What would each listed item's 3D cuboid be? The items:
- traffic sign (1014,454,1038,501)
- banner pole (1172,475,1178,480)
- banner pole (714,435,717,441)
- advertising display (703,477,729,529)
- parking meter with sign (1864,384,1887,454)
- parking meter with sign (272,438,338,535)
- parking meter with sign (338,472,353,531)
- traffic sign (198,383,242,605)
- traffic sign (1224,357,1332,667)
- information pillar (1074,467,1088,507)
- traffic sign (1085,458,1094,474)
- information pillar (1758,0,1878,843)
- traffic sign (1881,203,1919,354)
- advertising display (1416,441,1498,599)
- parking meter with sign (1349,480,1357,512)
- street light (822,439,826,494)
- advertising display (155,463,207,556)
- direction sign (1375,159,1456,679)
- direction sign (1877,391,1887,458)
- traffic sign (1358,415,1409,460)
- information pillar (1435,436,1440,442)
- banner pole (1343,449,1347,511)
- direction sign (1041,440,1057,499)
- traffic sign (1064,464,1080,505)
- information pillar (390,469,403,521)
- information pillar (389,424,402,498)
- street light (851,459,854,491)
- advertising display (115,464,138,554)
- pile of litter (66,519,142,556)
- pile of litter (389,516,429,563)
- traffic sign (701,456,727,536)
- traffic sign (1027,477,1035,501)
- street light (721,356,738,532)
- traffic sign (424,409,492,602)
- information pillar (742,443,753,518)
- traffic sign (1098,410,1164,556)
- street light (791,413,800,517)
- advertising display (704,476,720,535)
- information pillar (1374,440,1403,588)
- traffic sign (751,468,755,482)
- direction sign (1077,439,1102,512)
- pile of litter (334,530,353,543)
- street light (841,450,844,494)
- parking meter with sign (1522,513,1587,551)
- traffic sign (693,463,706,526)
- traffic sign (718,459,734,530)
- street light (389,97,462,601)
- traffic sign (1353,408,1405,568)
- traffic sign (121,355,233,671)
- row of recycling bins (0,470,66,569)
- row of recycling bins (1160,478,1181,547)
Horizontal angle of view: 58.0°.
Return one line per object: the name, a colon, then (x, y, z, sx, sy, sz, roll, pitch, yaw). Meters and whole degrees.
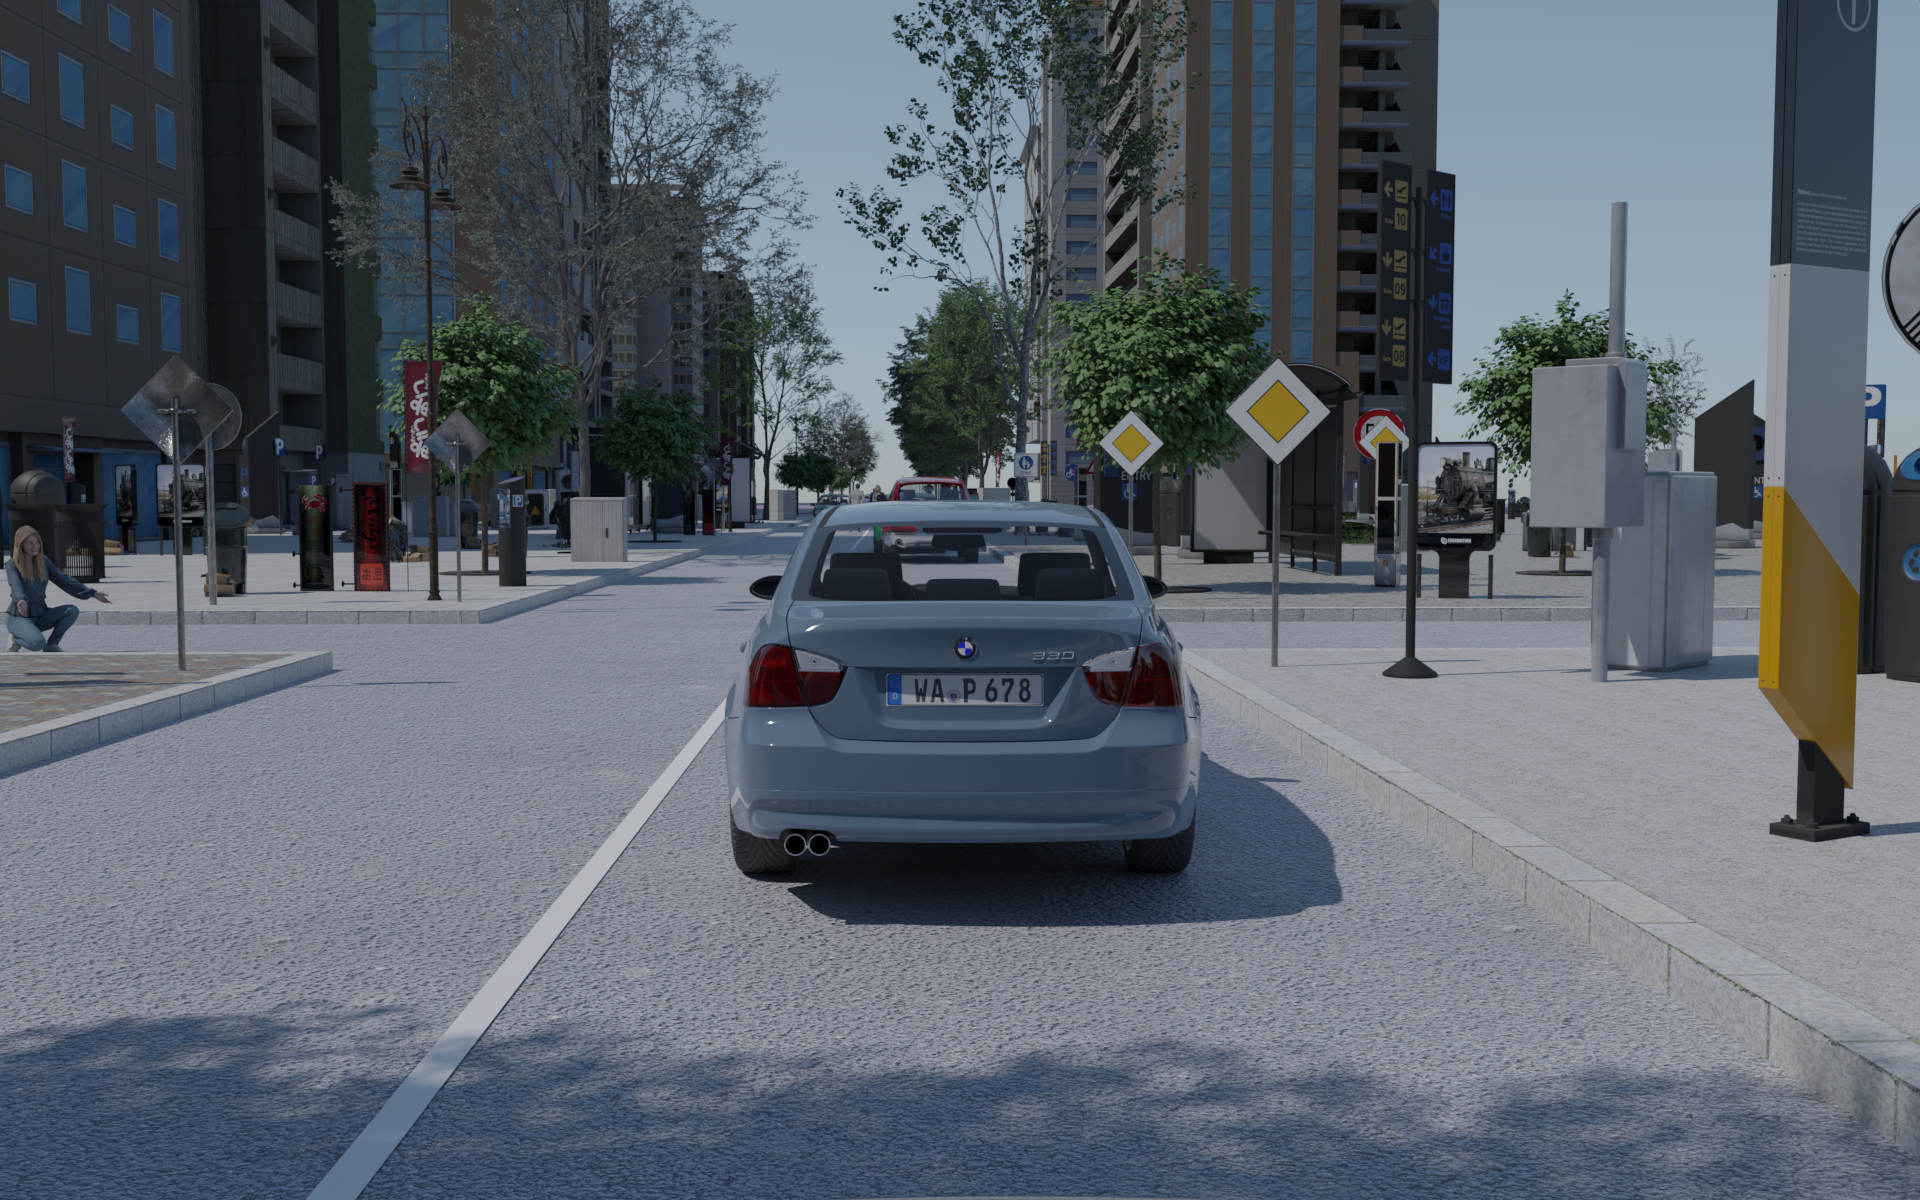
traffic sign: (1.639, -2.503, 43.046, 0.606, 2.300, 0.079, 0, 4, 4)
banner pole: (10.424, -5.721, 83.557, 0.401, 3.779, 0.863, -3, 5, -41)
banner pole: (-10.206, -5.128, 73.859, 0.863, 3.779, 0.401, 1, 4, 17)
advertising display: (-8.916, -3.554, 63.324, 0.974, 1.923, 0.123, 1, 4, 10)
parking meter with sign: (14.000, -1.876, 26.930, 0.543, 3.016, 1.738, 2, 4, 31)
parking meter with sign: (-20.357, -3.516, 53.745, 1.738, 3.016, 0.543, 1, 4, 10)
parking meter with sign: (-21.821, -3.971, 61.187, 0.543, 3.016, 1.738, 3, 4, 38)
traffic sign: (-8.652, -1.216, 19.991, 0.768, 2.556, 0.104, 0, 4, 8)
traffic sign: (2.334, -0.560, 12.803, 0.795, 2.450, 0.064, 0, 4, -2)
information pillar: (3.284, -2.602, 47.043, 0.304, 2.012, 0.304, -1, 4, -15)
traffic sign: (3.789, -2.845, 46.514, 0.884, 2.594, 0.081, 0, 4, 3)
information pillar: (3.172, -0.919, 6.383, 0.504, 3.616, 0.183, -2, 4, -30)
traffic sign: (4.153, -0.432, 7.173, 0.768, 2.556, 0.104, 0, 4, 0)
advertising display: (6.075, -0.981, 21.245, 0.974, 1.923, 0.123, 1, 4, 21)
parking meter with sign: (20.340, -5.633, 88.353, 0.543, 3.016, 1.738, 2, 4, 33)
street light: (-10.562, -9.892, 134.524, 0.468, 5.910, 1.993, 0, 4, -2)
advertising display: (-16.241, -1.892, 36.155, 0.974, 1.923, 0.123, -1, 4, -13)
direction sign: (3.169, -1.229, 12.093, 0.876, 3.537, 0.379, -3, 5, -41)
direction sign: (19.970, -2.789, 37.604, 0.379, 3.537, 0.876, 1, 4, 19)
traffic sign: (6.243, -1.485, 25.465, 0.795, 2.450, 0.064, 0, 4, 3)
information pillar: (19.289, -4.803, 69.889, 0.183, 3.616, 0.504, -1, 4, -12)
banner pole: (21.162, -6.453, 95.527, 0.401, 3.779, 0.863, 3, 5, 43)
direction sign: (3.764, -4.985, 73.497, 0.876, 3.537, 0.379, 3, 5, 43)
traffic sign: (4.788, -4.477, 73.307, 0.768, 2.556, 0.104, 0, 4, 4)
information pillar: (-16.315, -2.793, 50.161, 0.304, 2.012, 0.304, -1, 4, -23)
information pillar: (-18.890, -4.070, 57.897, 0.504, 3.616, 0.183, 3, 4, 39)
street light: (-13.517, -14.974, 217.617, 0.468, 5.910, 1.993, 0, 4, -2)
advertising display: (-18.105, -1.983, 37.630, 0.974, 1.923, 0.123, 3, 5, 45)
pile of litter: (-18.034, -1.360, 36.197, 1.719, 0.858, 1.176, -1, 4, -17)
pile of litter: (-10.524, -1.172, 33.129, 1.176, 0.858, 1.719, 1, 4, 14)
traffic sign: (-7.465, -3.141, 52.538, 0.795, 2.450, 0.064, 0, 4, 1)
traffic sign: (2.826, -4.427, 72.495, 0.768, 2.556, 0.104, 0, 4, 1)
street light: (-7.729, -5.219, 58.118, 0.468, 5.910, 1.993, 0, 4, -2)
traffic sign: (-5.944, -1.032, 20.516, 0.795, 2.450, 0.064, 0, 4, -2)
information pillar: (-9.802, -5.429, 80.118, 0.504, 3.616, 0.183, 0, 4, 1)
traffic sign: (2.046, -1.048, 20.783, 0.795, 2.450, 0.064, 0, 4, -2)
street light: (-9.181, -7.608, 97.177, 0.468, 5.910, 1.993, 0, 4, -2)
advertising display: (-7.880, -3.043, 54.969, 0.123, 1.923, 0.974, -1, 4, -19)
information pillar: (5.910, -1.186, 23.888, 0.304, 2.012, 0.304, 2, 4, 27)
traffic sign: (-9.774, -4.851, 79.416, 0.768, 2.556, 0.104, 0, 4, 7)
direction sign: (2.517, -2.388, 31.038, 0.876, 3.537, 0.379, 1, 4, 18)
pile of litter: (-16.061, -1.975, 46.249, 1.176, 0.858, 1.719, 2, 4, 30)
street light: (-12.200, -12.690, 180.267, 0.468, 5.910, 1.993, 0, 4, -2)
parking meter with sign: (13.463, -2.610, 38.938, 1.738, 3.016, 0.543, -2, 4, -25)
traffic sign: (-10.732, -4.308, 70.541, 0.768, 2.556, 0.104, 0, 4, 3)
traffic sign: (-8.399, -3.753, 61.470, 0.768, 2.556, 0.104, 0, 4, -2)
street light: (-6.348, -2.933, 20.745, 0.468, 5.910, 1.993, 0, 4, -2)
traffic sign: (6.242, -1.576, 25.879, 0.768, 2.556, 0.104, 0, 4, 2)
traffic sign: (-5.655, -0.544, 12.536, 0.795, 2.450, 0.064, 0, 4, -2)
row of recycling bins: (-17.185, -1.365, 29.437, 3.534, 1.692, 1.069, -2, 4, -28)
row of recycling bins: (5.737, -2.136, 42.030, 1.069, 1.692, 3.534, -2, 4, -26)
